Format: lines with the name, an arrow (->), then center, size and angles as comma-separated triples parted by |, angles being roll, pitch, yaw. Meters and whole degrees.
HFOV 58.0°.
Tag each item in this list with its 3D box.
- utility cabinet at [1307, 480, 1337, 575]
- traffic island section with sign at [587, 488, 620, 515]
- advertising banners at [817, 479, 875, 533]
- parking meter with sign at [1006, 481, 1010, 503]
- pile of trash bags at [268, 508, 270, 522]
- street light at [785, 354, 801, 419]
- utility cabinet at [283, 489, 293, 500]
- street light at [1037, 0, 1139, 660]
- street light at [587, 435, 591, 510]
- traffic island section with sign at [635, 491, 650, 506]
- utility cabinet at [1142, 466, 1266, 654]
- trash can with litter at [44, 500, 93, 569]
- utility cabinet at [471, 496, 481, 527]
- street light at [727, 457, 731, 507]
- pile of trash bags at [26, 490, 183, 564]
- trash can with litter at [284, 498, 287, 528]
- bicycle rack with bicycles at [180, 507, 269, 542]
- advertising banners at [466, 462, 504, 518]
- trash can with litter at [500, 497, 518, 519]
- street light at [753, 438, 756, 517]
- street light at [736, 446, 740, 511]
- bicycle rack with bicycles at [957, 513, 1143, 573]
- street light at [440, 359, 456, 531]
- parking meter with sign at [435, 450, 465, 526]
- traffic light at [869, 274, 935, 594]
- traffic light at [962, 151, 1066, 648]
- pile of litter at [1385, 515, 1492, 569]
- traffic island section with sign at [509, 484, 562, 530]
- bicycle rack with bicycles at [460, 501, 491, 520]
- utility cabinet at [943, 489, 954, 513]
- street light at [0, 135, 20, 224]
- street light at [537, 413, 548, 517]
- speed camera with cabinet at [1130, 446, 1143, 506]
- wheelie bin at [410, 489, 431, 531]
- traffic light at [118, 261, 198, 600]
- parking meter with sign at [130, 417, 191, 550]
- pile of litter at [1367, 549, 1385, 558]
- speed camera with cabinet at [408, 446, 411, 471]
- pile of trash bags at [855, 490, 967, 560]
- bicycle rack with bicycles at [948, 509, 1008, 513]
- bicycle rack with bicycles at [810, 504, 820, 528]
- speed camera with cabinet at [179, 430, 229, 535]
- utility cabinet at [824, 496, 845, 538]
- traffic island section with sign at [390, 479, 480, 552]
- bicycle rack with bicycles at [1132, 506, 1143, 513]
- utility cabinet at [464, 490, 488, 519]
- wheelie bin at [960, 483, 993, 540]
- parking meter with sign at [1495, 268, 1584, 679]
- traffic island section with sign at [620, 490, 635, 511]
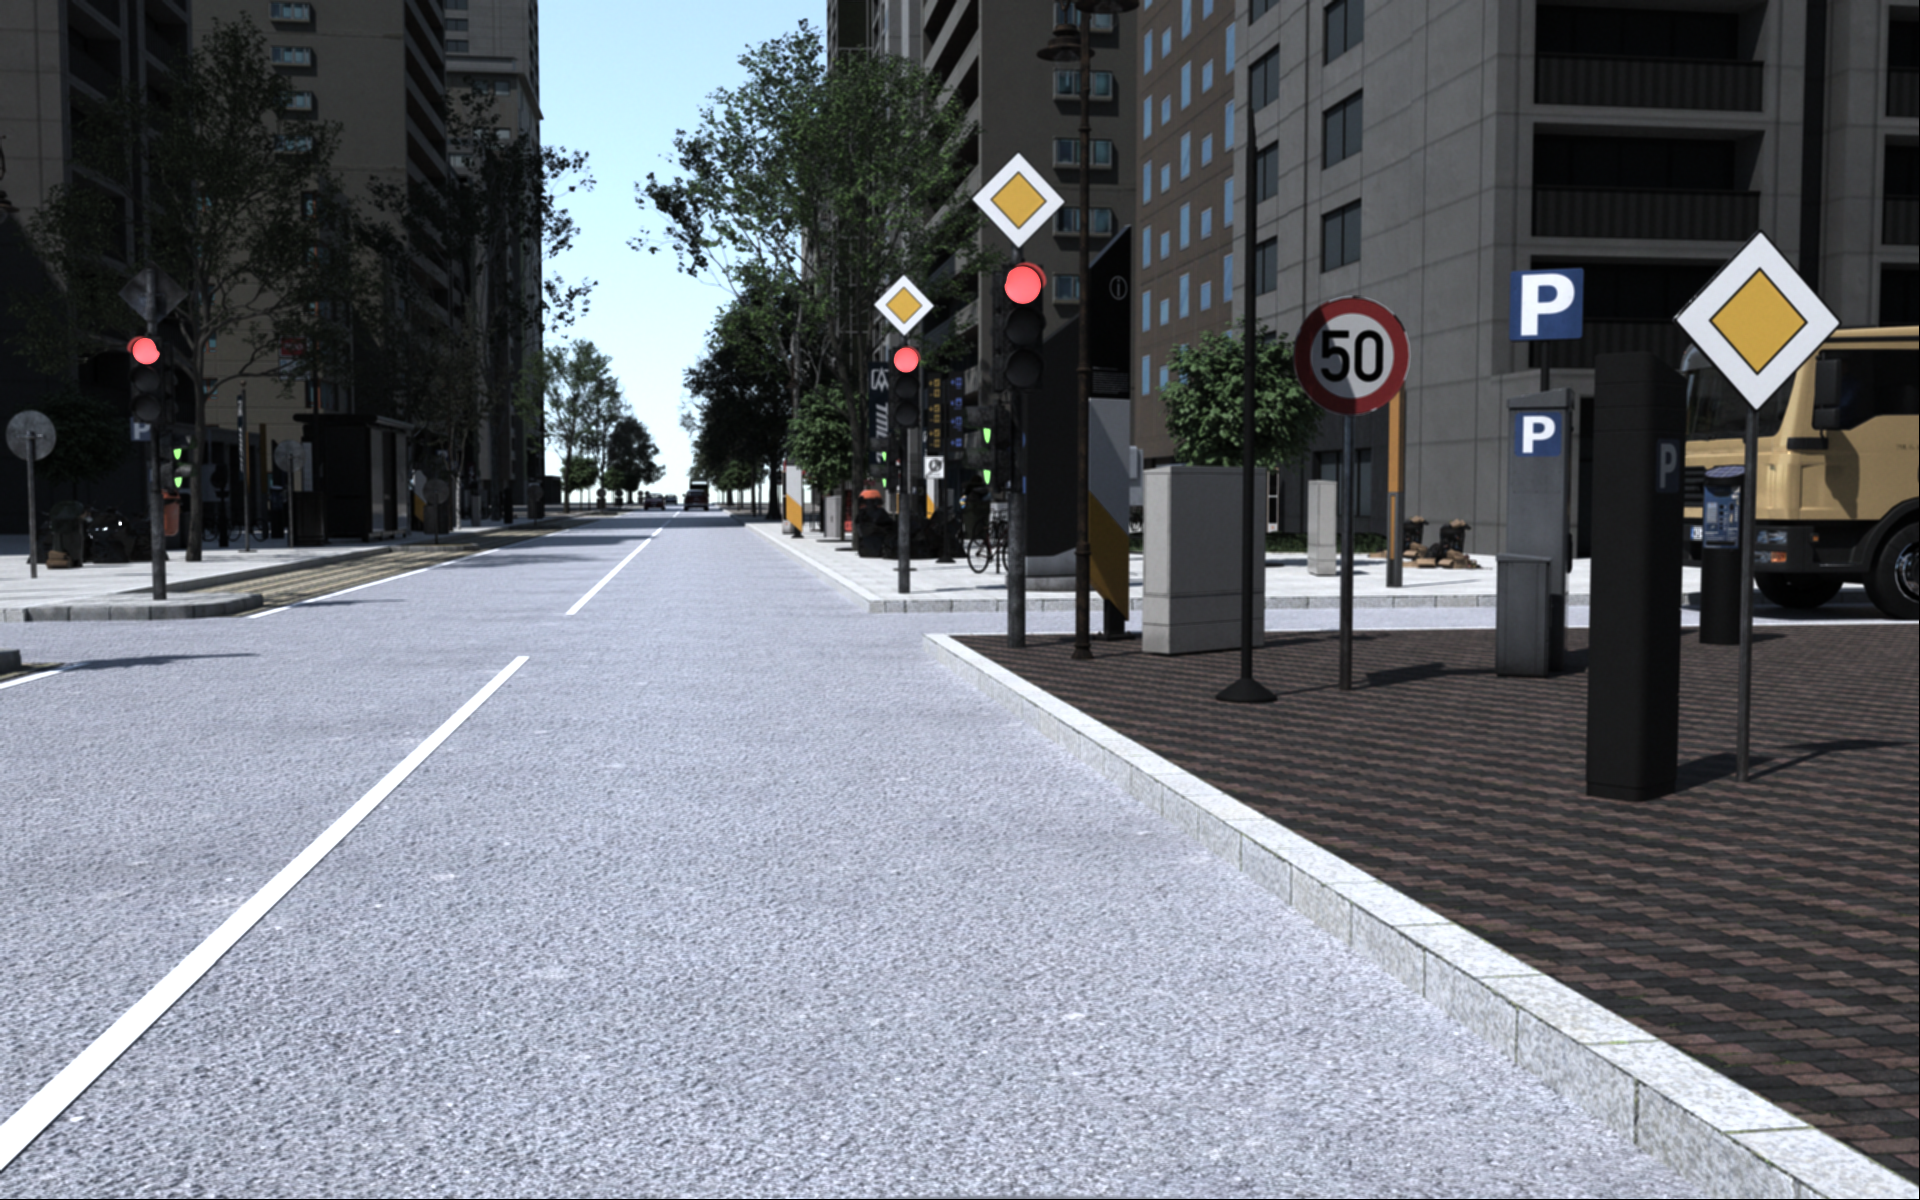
utility cabinet -> 5.767, -1.154, 27.541 | 0.318, 1.500, 1.173 | 0, 4, 4
traffic island section with sign -> -24.613, -6.763, 119.208 | 1.989, 1.847, 2.006 | -1, 4, -9
advertising banners -> -3.724, -3.762, 57.696 | 2.074, 3.025, 0.090 | 0, 4, 4
parking meter with sign -> 2.190, -4.820, 75.064 | 0.543, 3.016, 1.738 | 0, 4, 6
pile of trash bags -> -31.850, -4.248, 79.204 | 3.447, 1.369, 1.912 | -2, 4, -24
street light -> -5.512, -5.161, 57.174 | 0.468, 5.910, 1.993 | -1, 4, -9
utility cabinet -> -31.673, -4.463, 81.645 | 0.318, 1.500, 1.173 | -2, 4, -28
street light -> 0.955, -2.479, 13.321 | 0.468, 5.910, 1.993 | -1, 4, -9
street light -> -29.114, -9.973, 135.853 | 0.468, 5.910, 1.993 | -1, 4, -9
traffic island section with sign -> -37.009, -11.774, 201.136 | 1.989, 1.847, 2.006 | -1, 4, -9
utility cabinet -> 1.987, -0.331, 14.095 | 1.173, 1.500, 0.318 | -3, 5, -41
trash can with litter -> -15.459, -1.138, 30.000 | 0.624, 1.170, 1.055 | -1, 4, -15
utility cabinet -> -19.031, -3.487, 68.174 | 0.306, 1.237, 1.020 | -1, 4, -12
street light -> -22.822, -12.142, 171.308 | 0.468, 5.910, 1.993 | -1, 4, -9
pile of trash bags -> -16.124, -1.441, 33.308 | 1.912, 1.369, 3.447 | 1, 4, 8
trash can with litter -> -25.801, -3.346, 66.096 | 1.055, 1.170, 0.624 | 0, 4, 3
bicycle rack with bicycles -> -20.437, -2.023, 46.452 | 2.925, 0.926, 2.852 | 2, 4, 29
advertising banners -> -25.799, -5.988, 94.084 | 2.074, 3.025, 0.090 | 0, 4, 8
trash can with litter -> -24.218, -4.902, 91.208 | 2.233, 1.210, 1.678 | -1, 4, -11
street light -> -11.457, -7.555, 96.307 | 0.468, 5.910, 1.993 | -1, 4, -9
street light -> -16.966, -9.774, 132.596 | 0.468, 5.910, 1.993 | -1, 4, -9
bicycle rack with bicycles -> 1.769, -0.860, 27.450 | 2.852, 0.926, 2.925 | -2, 4, -28
street light -> -17.522, -5.301, 59.454 | 0.468, 5.910, 1.993 | -1, 4, -9
parking meter with sign -> -20.277, -4.432, 68.729 | 0.543, 3.016, 1.738 | 0, 4, -1
traffic light -> -0.741, -2.040, 22.278 | 0.839, 4.253, 0.868 | -1, 4, -9
traffic light -> 0.454, -1.557, 14.382 | 0.839, 4.253, 0.868 | -1, 4, -9
pile of litter -> 8.427, -0.986, 30.082 | 1.176, 0.858, 1.719 | -1, 4, -21
traffic island section with sign -> -17.214, -3.774, 70.339 | 1.989, 1.847, 2.006 | -1, 4, -9
bicycle rack with bicycles -> -24.429, -4.480, 86.636 | 2.925, 0.926, 2.852 | -3, 4, -36
utility cabinet -> -0.728, -4.214, 77.575 | 0.318, 1.500, 1.173 | -2, 4, -32
street light -> -11.817, -2.942, 20.889 | 0.468, 5.910, 1.993 | -1, 4, -9
street light -> -23.405, -7.608, 97.185 | 0.468, 5.910, 1.993 | -1, 4, -9
speed camera with cabinet -> 3.774, -2.411, 33.753 | 2.038, 3.252, 0.660 | -1, 4, -20
wheelie bin -> -18.944, -3.227, 60.666 | 0.980, 1.594, 0.693 | 3, 5, 42
traffic light -> -9.698, -1.957, 20.911 | 0.839, 4.253, 0.868 | -1, 4, -9
parking meter with sign -> -18.344, -2.671, 39.937 | 0.543, 3.016, 1.738 | 0, 4, 5
pile of litter -> 8.946, -1.262, 34.606 | 1.176, 0.858, 1.719 | -2, 4, -29
speed camera with cabinet -> -23.032, -4.780, 72.492 | 0.660, 3.252, 2.038 | 0, 4, -4
pile of trash bags -> -1.283, -1.574, 35.485 | 1.912, 1.369, 3.447 | -2, 4, -27
bicycle rack with bicycles -> 0.631, -1.718, 41.464 | 2.852, 0.926, 2.925 | -1, 4, -14
bicycle rack with bicycles -> -4.303, -3.185, 65.459 | 2.852, 0.926, 2.925 | 1, 4, 19
speed camera with cabinet -> -23.305, -3.564, 52.612 | 0.660, 3.252, 2.038 | 3, 4, 36
utility cabinet -> -3.706, -2.432, 50.925 | 0.306, 1.237, 1.020 | -2, 4, -25
traffic island section with sign -> -13.151, -2.132, 43.478 | 1.989, 1.847, 2.006 | -1, 4, -9
bicycle rack with bicycles -> 7.172, -2.666, 56.966 | 2.852, 0.926, 2.925 | 1, 4, 17
utility cabinet -> -24.697, -4.876, 88.403 | 0.318, 1.500, 1.173 | 3, 5, 41
wheelie bin -> 0.497, -2.493, 48.675 | 0.980, 1.594, 0.693 | -2, 4, -29
parking meter with sign -> 4.251, -1.010, 12.770 | 0.543, 3.016, 1.738 | 1, 4, 22
traffic island section with sign -> -28.724, -8.425, 146.380 | 1.989, 1.847, 2.006 | -1, 4, -9
